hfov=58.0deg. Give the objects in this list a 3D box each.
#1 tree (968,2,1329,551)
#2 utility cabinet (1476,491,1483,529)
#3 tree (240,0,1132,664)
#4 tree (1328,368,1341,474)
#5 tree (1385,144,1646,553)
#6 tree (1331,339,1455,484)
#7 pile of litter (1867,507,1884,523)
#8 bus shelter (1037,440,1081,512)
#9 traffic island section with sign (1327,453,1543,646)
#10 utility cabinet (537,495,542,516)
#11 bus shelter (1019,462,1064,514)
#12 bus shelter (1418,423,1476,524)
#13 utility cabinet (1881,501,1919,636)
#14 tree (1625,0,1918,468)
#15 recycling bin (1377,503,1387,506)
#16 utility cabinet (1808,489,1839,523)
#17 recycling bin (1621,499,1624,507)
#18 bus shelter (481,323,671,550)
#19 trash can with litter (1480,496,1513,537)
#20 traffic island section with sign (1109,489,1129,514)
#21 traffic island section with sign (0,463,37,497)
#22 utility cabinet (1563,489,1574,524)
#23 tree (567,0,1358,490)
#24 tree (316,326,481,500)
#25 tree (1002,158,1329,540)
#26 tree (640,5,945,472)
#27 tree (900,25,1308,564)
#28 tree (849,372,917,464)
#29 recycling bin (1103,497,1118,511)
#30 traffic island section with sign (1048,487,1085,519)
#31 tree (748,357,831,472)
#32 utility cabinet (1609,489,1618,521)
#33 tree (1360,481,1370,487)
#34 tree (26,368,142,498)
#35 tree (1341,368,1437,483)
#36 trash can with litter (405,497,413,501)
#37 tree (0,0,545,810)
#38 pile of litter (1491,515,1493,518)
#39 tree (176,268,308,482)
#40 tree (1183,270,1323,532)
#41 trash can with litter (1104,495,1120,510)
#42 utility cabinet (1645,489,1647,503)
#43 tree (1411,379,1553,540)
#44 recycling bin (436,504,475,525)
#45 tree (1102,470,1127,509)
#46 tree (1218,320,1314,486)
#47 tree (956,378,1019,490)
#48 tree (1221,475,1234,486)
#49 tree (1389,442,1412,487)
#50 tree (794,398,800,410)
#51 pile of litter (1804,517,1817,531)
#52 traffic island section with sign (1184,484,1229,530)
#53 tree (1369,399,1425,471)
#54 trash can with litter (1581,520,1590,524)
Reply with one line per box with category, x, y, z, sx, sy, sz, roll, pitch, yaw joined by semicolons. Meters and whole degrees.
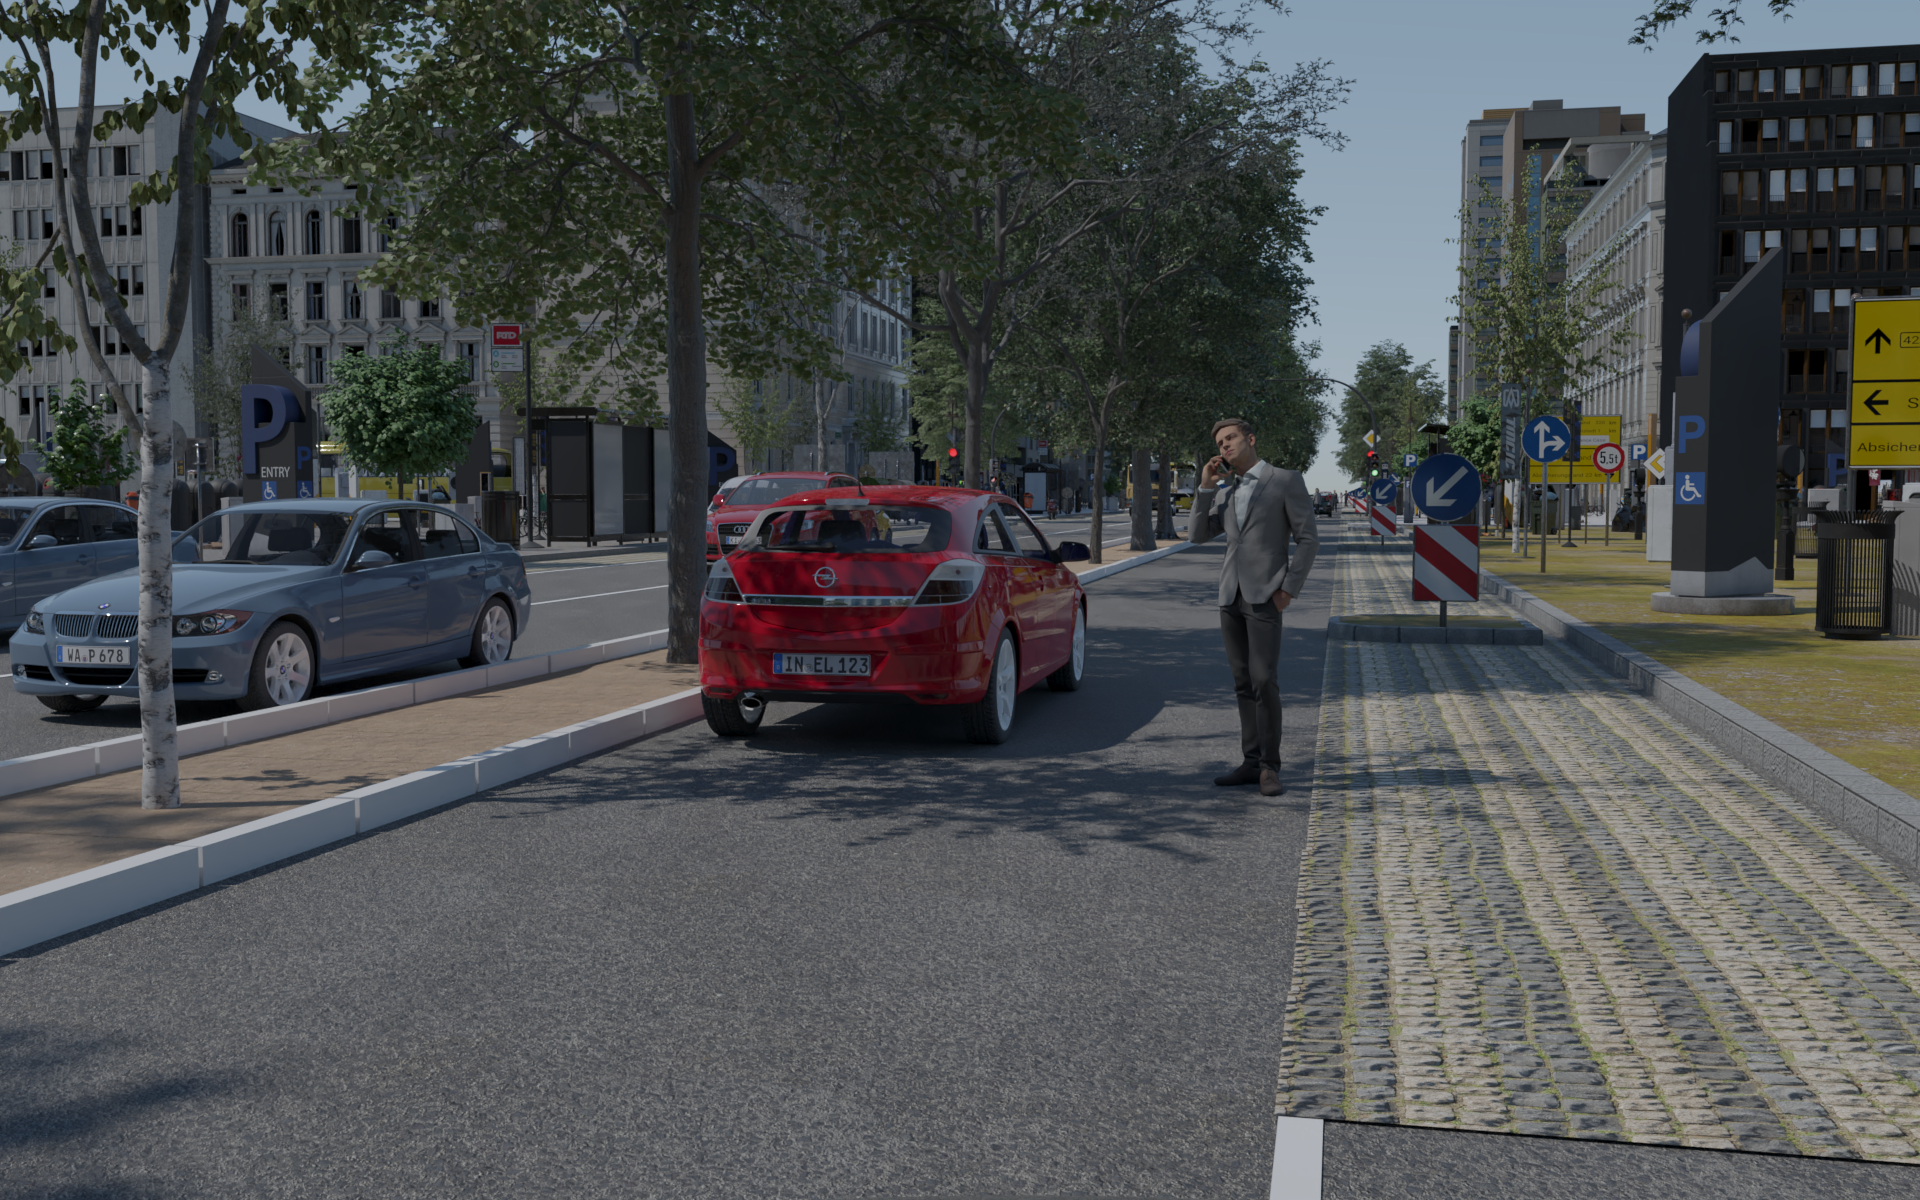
tree;4.626;-8.209;43.322;9.857;13.997;8.962;0;3;0
utility cabinet;18.902;-3.347;63.404;0.318;1.500;1.173;1;4;22
tree;-2.268;-5.707;13.894;7.486;12.596;7.792;0;3;0
tree;15.043;-10.536;91.735;9.611;12.733;9.660;0;3;0
tree;12.325;-5.333;37.562;4.737;8.622;4.395;0;3;0
tree;35.522;-14.321;140.796;9.857;13.997;8.962;0;3;0
pile of litter;39.235;-3.661;73.822;1.719;0.858;1.176;-1;4;-17
bus shelter;7.359;-9.344;130.413;2.179;5.291;8.768;1;4;13
traffic island section with sign;4.717;-0.536;17.387;1.989;1.847;2.006;1;4;12
utility cabinet;-22.270;-4.989;92.728;1.020;1.237;0.306;-1;4;-18
bus shelter;5.272;-7.217;111.924;2.014;3.302;5.546;1;4;13
bus shelter;16.966;-4.224;60.340;1.731;3.624;6.357;1;4;12
utility cabinet;8.803;-0.305;16.145;0.306;1.237;1.020;2;4;23
tree;5.470;-4.462;7.359;7.601;10.594;8.767;1;4;21
recycling bin;35.500;-8.136;145.583;0.722;1.027;0.722;-1;4;-23
utility cabinet;37.747;-4.101;75.735;1.173;1.500;0.318;1;4;13
recycling bin;38.106;-5.263;98.601;0.722;1.027;0.722;3;5;40
bus shelter;-9.379;-4.009;43.175;2.179;5.291;8.768;1;4;12
trash can with litter;16.233;-2.564;52.981;1.678;1.210;2.233;1;4;19
traffic island section with sign;12.036;-7.228;126.808;1.989;1.847;2.006;1;4;12
traffic island section with sign;-11.543;-0.713;20.292;1.989;1.847;2.006;1;4;12
utility cabinet;25.637;-4.001;74.088;1.173;1.500;0.318;-1;4;-11
tree;0.191;-6.807;24.125;12.009;13.543;11.850;0;3;0
tree;-10.940;-3.079;34.059;4.285;4.588;4.351;0;3;0
tree;6.447;-8.243;54.243;9.611;12.733;9.660;0;3;0
tree;-6.101;-12.601;61.908;12.611;20.169;13.585;0;3;0
tree;2.661;-5.983;34.696;8.767;10.594;7.601;1;4;12
tree;-4.972;-9.489;105.507;4.737;8.622;4.395;0;3;0
recycling bin;11.788;-7.450;134.366;0.722;1.027;0.722;-1;4;-17
traffic island section with sign;6.210;-5.618;100.488;1.989;1.847;2.006;1;4;12
tree;-8.605;-8.538;89.956;4.360;8.622;3.978;0;3;0
utility cabinet;30.934;-4.484;81.985;0.318;1.500;1.173;1;4;16
tree;55.728;-15.169;231.726;4.285;4.588;4.351;0;3;0
tree;-13.340;-1.926;26.084;1.663;3.219;1.824;0;3;0
tree;38.449;-14.486;153.855;9.611;12.733;9.660;0;3;0
trash can with litter;-20.642;-3.333;65.884;1.055;1.170;0.624;-2;4;-28
tree;-3.624;-3.366;7.861;4.737;8.622;4.395;0;3;0
pile of litter;28.826;-4.796;92.381;1.176;0.858;1.719;0;4;-3
tree;-23.272;-6.498;56.608;4.360;8.622;3.978;0;3;0
tree;8.872;-8.333;64.462;9.928;11.665;9.643;0;3;0
trash can with litter;11.998;-7.886;139.989;2.233;1.210;1.678;-1;4;-11
utility cabinet;29.181;-3.923;72.816;1.173;1.500;0.318;-1;4;-22
tree;15.372;-3.986;48.890;4.285;4.588;4.351;0;3;0
recycling bin;-13.026;-1.965;44.688;0.722;1.027;0.722;2;4;25
tree;12.024;-8.698;136.817;1.663;3.219;1.824;0;3;0
tree;12.912;-9.911;82.636;7.486;12.596;7.792;0;3;0
tree;1.683;-8.798;94.213;4.360;8.622;3.978;0;3;0
tree;43.118;-19.957;276.651;4.737;8.622;4.395;0;3;0
tree;24.586;-6.631;92.131;4.285;4.588;4.351;0;3;0
tree;-10.291;-8.250;85.243;4.737;8.622;4.395;0;3;0
pile of litter;30.125;-2.829;60.220;1.176;0.858;1.719;0;4;-5
traffic island section with sign;10.057;-3.745;69.361;2.006;1.907;1.989;1;4;12
tree;33.273;-11.067;131.306;4.360;8.622;3.978;0;3;0
trash can with litter;27.147;-3.991;76.318;2.233;1.210;1.678;-3;4;-38
